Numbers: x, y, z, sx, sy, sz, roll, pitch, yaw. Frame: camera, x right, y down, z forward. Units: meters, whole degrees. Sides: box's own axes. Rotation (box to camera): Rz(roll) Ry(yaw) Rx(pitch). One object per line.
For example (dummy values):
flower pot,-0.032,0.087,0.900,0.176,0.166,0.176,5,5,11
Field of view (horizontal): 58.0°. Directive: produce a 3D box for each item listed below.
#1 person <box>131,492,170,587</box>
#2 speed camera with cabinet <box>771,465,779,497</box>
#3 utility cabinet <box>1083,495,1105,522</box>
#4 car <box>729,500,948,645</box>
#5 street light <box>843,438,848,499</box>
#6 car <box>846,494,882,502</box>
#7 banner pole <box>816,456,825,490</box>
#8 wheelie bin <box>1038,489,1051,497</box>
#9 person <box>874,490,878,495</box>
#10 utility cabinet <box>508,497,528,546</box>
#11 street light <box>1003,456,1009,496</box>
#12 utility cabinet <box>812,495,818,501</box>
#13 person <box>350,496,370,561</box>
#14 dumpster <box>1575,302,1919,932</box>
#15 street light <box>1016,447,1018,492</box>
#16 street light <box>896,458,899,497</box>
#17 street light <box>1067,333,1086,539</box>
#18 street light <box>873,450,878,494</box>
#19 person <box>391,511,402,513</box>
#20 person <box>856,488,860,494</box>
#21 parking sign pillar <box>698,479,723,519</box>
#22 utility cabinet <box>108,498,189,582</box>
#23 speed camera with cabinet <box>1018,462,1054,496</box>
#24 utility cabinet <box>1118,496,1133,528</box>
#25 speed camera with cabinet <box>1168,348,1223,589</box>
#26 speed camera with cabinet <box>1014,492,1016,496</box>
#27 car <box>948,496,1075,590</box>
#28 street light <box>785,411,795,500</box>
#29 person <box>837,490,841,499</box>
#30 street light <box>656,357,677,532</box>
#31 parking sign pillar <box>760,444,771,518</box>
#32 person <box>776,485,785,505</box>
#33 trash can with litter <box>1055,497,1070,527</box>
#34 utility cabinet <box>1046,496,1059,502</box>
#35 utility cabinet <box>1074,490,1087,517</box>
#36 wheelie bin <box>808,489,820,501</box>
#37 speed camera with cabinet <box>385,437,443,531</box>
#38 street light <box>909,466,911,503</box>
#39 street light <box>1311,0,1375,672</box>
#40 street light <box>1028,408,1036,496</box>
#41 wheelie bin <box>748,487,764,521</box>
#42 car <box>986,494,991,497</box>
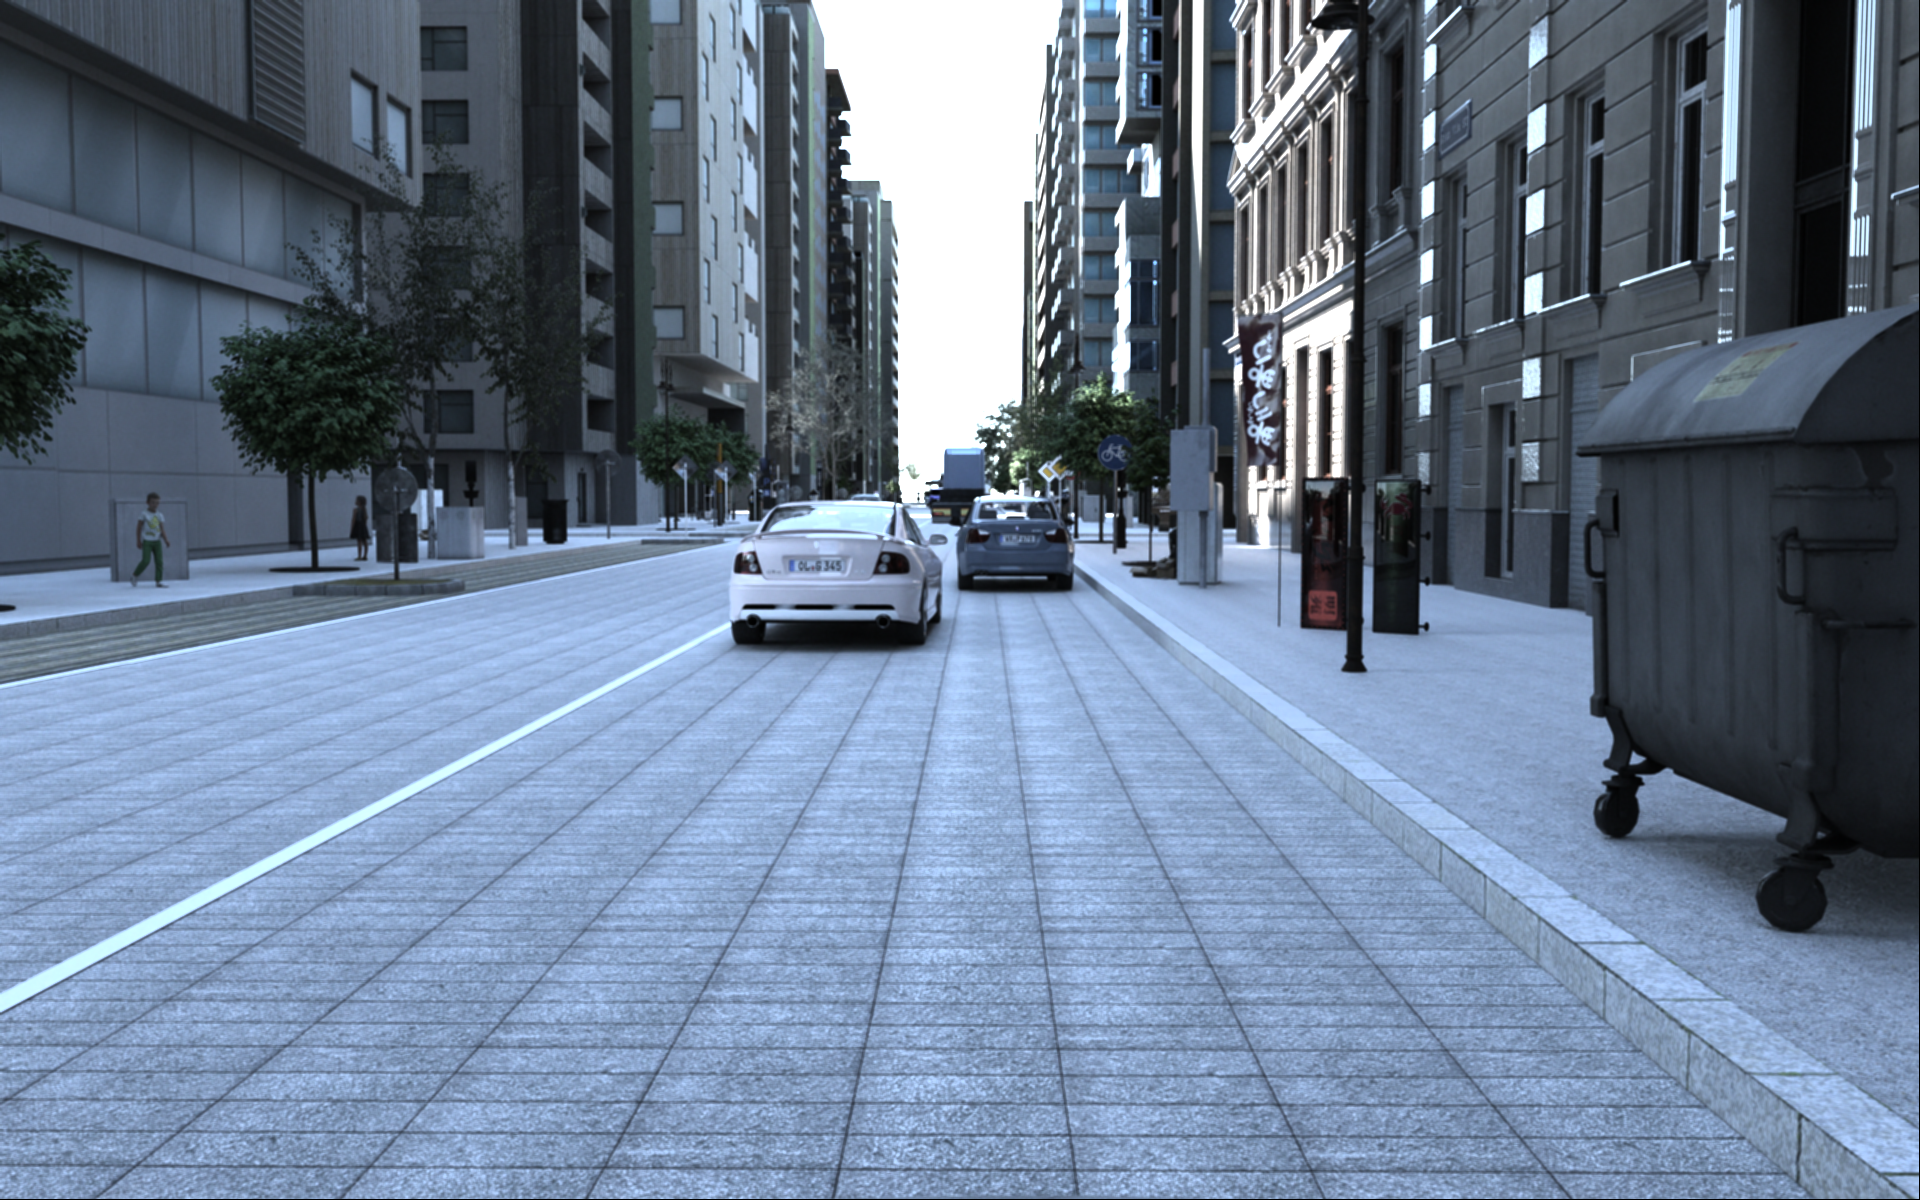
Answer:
person,-11.156,-0.828,23.836,0.590,1.304,0.306,1,4,19
speed camera with cabinet,-13.178,-7.621,118.944,2.038,3.252,0.660,1,4,18
utility cabinet,6.114,-4.160,79.173,1.020,1.237,0.306,2,4,33
car,-1.190,-0.339,17.902,2.083,1.381,4.827,0,4,2
street light,-8.886,-9.946,135.400,0.468,5.910,1.993,0,4,1
car,-4.156,-3.849,74.729,2.131,1.459,4.920,0,4,0
banner pole,-9.206,-7.646,115.029,0.863,3.779,0.401,2,4,32
wheelie bin,5.010,-5.811,102.924,0.693,1.594,0.980,1,4,19
person,-10.246,-12.502,210.314,0.709,1.838,0.599,-3,4,-39
utility cabinet,-11.041,-1.965,43.297,0.306,1.237,1.020,-2,4,-24
street light,4.754,-12.189,172.083,0.468,5.910,1.993,0,4,1
utility cabinet,-9.035,-5.900,107.622,0.306,1.237,1.020,0,4,-1
person,-11.545,-1.379,33.260,0.373,1.253,0.362,2,4,32
dumpster,2.955,0.003,5.715,1.264,1.857,1.865,0,4,1
street light,4.384,-9.726,131.804,0.468,5.910,1.993,0,4,1
street light,-7.898,-15.070,219.174,0.468,5.910,1.993,0,4,1
street light,3.348,-4.708,49.761,0.468,5.910,1.993,0,4,1
street light,-8.429,-12.254,173.145,0.468,5.910,1.993,0,4,1
person,-15.986,-2.635,49.331,0.583,1.804,0.606,0,4,-5
person,-9.030,-8.949,152.361,0.705,1.824,1.348,0,4,5
parking sign pillar,-12.832,-6.159,89.173,1.447,3.967,1.447,-3,4,-36
utility cabinet,-11.992,-0.884,25.611,1.020,1.237,0.306,-3,5,-42
speed camera with cabinet,4.682,-6.815,105.764,2.038,3.252,0.660,-1,4,-22
utility cabinet,6.288,-3.342,65.796,0.306,1.237,1.020,-1,4,-13
speed camera with cabinet,3.323,-1.833,24.311,0.660,3.252,2.038,1,4,13
speed camera with cabinet,5.000,-8.140,127.422,2.038,3.252,0.660,-1,4,-14
car,0.824,-0.931,27.232,2.014,1.417,4.499,0,4,0
street light,-9.432,-7.543,96.116,0.468,5.910,1.993,0,4,1
person,-10.822,-9.182,156.886,0.721,1.743,1.217,-1,4,-19
street light,-9.910,-5.250,58.628,0.468,5.910,1.993,0,4,1
parking sign pillar,-10.377,-6.355,92.369,1.447,3.967,1.447,-1,4,-12
person,-9.982,-5.502,96.179,0.466,1.800,0.511,1,4,16
trash can with litter,3.373,-2.965,59.872,0.624,1.170,1.055,-1,4,-21
utility cabinet,3.754,-3.579,69.680,0.306,1.237,1.020,-1,4,-16
utility cabinet,6.639,-5.295,95.245,0.318,1.500,1.173,-1,4,-18
wheelie bin,-9.293,-6.255,110.174,0.693,1.594,0.980,0,4,8
speed camera with cabinet,-18.910,-4.012,59.928,0.660,3.252,2.038,3,4,37
street light,-7.393,-17.384,257.008,0.468,5.910,1.993,0,4,1
street light,2.854,-2.421,12.363,0.468,5.910,1.993,0,4,1
street light,3.899,-7.354,93.019,0.468,5.910,1.993,0,4,1
wheelie bin,-9.636,-4.525,81.889,0.693,1.594,0.980,0,4,6
car,2.722,-11.022,189.250,2.155,1.783,4.494,0,4,2
